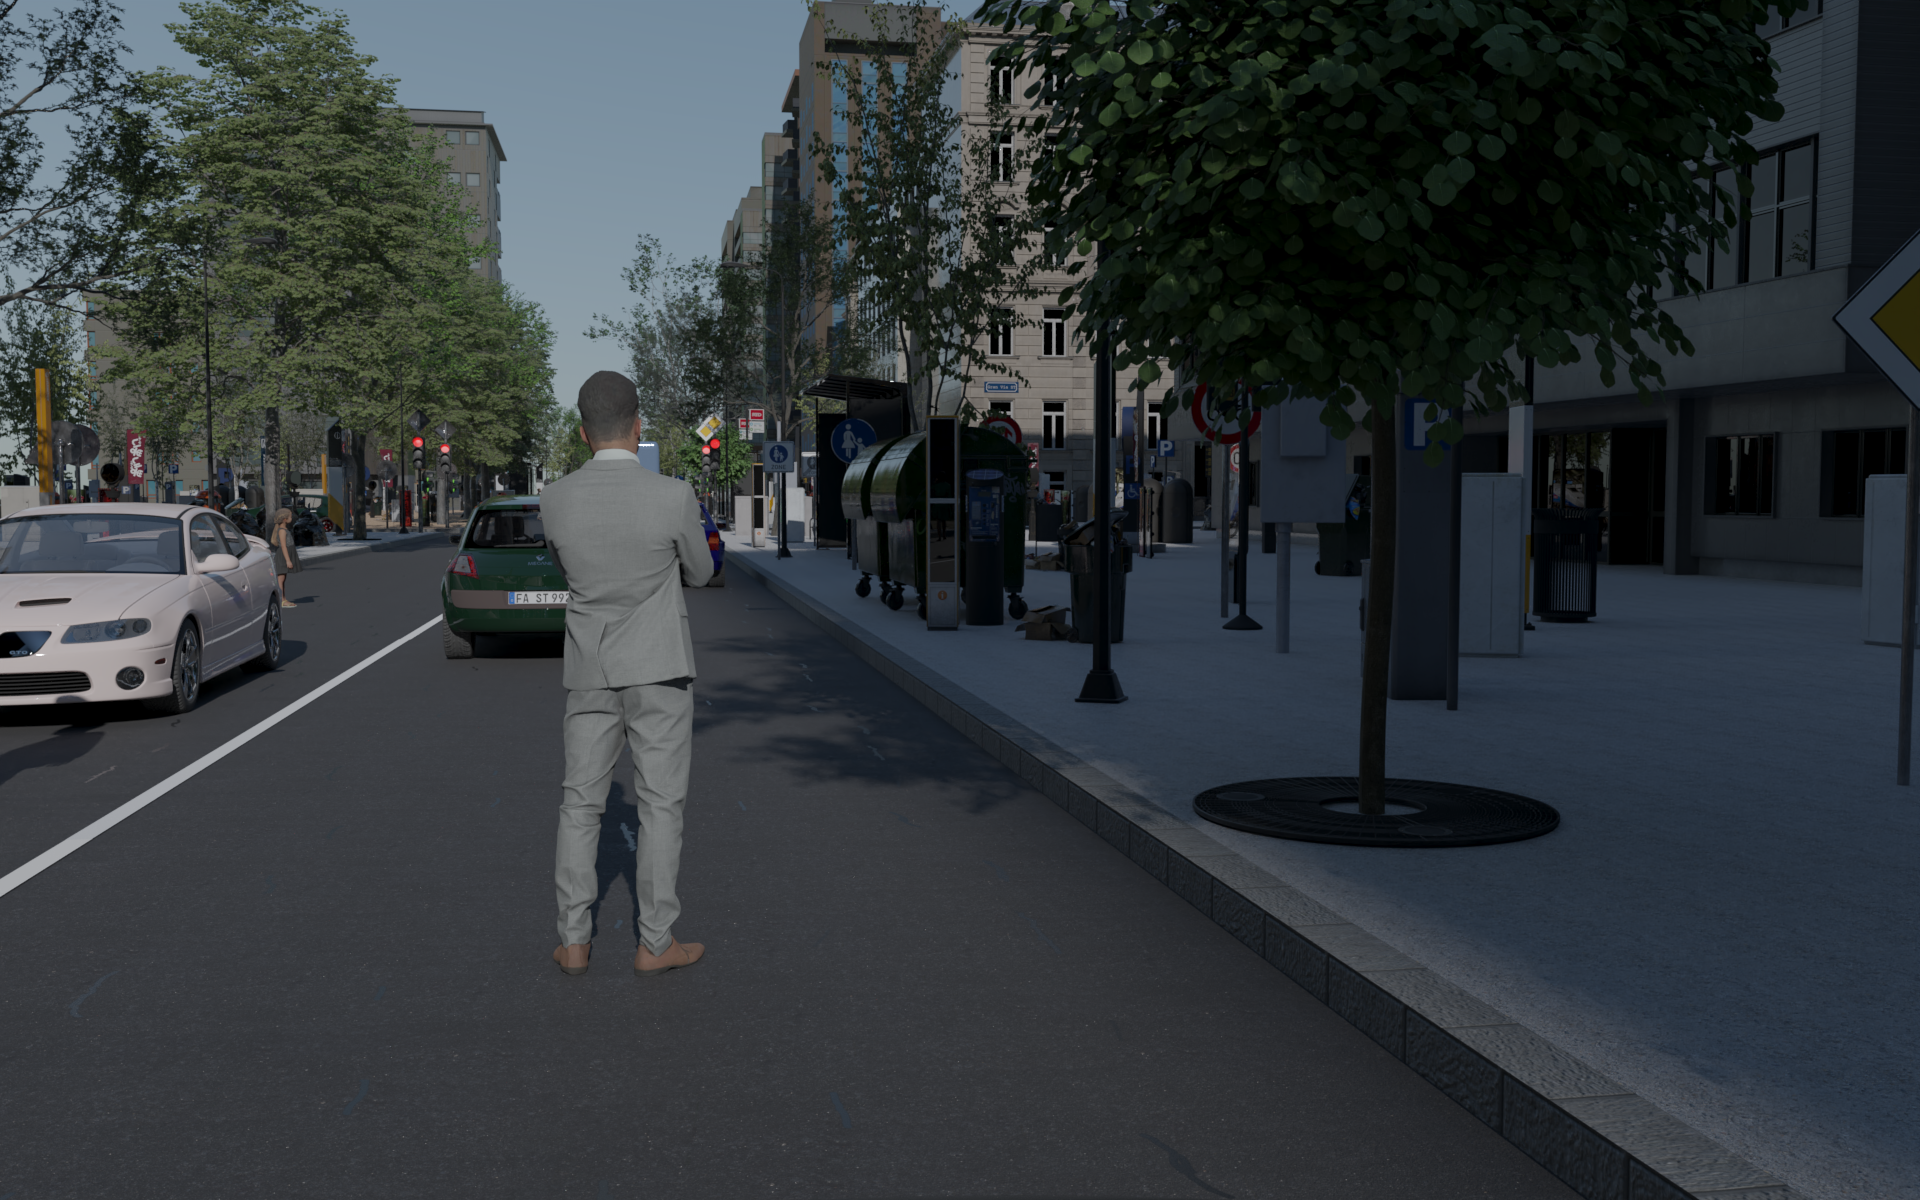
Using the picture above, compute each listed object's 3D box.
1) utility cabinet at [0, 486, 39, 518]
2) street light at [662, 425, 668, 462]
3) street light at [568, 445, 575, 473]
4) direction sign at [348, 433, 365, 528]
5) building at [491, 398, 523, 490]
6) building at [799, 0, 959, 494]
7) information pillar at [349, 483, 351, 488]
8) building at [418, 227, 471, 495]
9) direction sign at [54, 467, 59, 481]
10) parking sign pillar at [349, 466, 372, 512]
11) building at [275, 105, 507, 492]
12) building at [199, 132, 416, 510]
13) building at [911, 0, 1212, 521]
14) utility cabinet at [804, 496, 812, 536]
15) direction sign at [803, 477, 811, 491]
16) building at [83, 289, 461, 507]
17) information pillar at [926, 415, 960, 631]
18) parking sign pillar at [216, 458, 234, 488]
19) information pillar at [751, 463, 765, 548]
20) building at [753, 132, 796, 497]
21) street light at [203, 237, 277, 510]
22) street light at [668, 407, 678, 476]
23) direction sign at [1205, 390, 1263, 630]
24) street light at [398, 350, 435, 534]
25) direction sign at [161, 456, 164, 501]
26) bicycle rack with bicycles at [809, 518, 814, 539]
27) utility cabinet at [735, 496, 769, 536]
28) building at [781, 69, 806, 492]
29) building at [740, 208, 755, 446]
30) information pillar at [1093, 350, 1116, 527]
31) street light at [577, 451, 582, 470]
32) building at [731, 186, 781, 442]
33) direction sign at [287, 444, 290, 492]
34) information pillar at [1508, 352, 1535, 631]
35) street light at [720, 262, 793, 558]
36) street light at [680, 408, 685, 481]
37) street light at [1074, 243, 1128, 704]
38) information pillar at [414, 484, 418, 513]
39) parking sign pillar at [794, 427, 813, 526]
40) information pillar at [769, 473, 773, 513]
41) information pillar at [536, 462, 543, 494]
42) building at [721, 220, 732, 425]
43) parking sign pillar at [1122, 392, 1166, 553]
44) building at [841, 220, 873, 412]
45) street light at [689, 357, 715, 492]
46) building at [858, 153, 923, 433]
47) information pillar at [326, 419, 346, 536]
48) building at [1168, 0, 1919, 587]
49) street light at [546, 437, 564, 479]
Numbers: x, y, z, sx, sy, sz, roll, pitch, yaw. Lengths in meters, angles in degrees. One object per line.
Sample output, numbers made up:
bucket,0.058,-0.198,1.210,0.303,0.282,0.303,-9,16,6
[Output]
utility cabinet,-25.107,-2.317,46.569,1.173,1.500,0.318,0,4,-4
street light,-19.122,-8.813,116.625,1.470,5.913,1.316,-1,4,-10
street light,-37.410,-11.738,164.461,1.470,5.913,1.316,-1,4,-10
direction sign,-22.644,-4.444,64.651,0.876,3.537,0.379,0,4,0
building,-82.862,-25.925,268.910,27.650,21.520,28.899,-1,4,-10
building,-6.958,-31.016,157.214,14.600,45.320,14.200,-1,4,-10
information pillar,-38.857,-6.453,109.992,0.304,2.012,0.304,1,4,19
building,-60.237,-25.258,184.671,14.160,30.474,14.107,-1,4,-10
direction sign,-55.746,-7.001,106.459,0.876,3.537,0.379,1,4,11
parking sign pillar,-41.894,-8.128,121.372,1.447,3.967,1.447,2,4,33
building,-78.005,-39.793,239.853,28.713,52.752,27.495,-1,4,-10
building,-53.152,-22.660,142.193,14.160,30.474,14.107,-1,4,-10
building,10.913,-17.722,87.022,25.104,27.353,12.463,-1,4,-10
utility cabinet,-4.948,-2.575,53.266,0.306,1.237,1.020,-3,5,-41
direction sign,-11.543,-8.543,131.669,0.876,3.537,0.379,-3,4,-37
building,-62.778,-19.426,162.656,27.650,21.520,28.899,-1,4,-10
information pillar,-0.157,-0.723,16.311,0.304,2.012,0.304,0,4,3
parking sign pillar,-54.851,-8.628,129.543,1.447,3.967,1.447,3,5,44
information pillar,-4.858,-2.273,41.658,0.304,2.012,0.304,-1,4,-14
building,-15.830,-31.575,199.844,14.154,41.232,14.086,-1,4,-10
street light,-13.042,-3.599,31.389,1.470,5.913,1.316,-1,4,-10
street light,-14.730,-7.349,92.695,1.470,5.913,1.316,-1,4,-10
direction sign,2.688,-1.491,16.370,0.876,3.537,0.379,-2,4,-29
street light,-17.427,-5.096,55.856,1.470,5.913,1.316,-1,4,-10
direction sign,-47.701,-6.828,103.629,0.379,3.537,0.876,-2,4,-26
bicycle rack with bicycles,-3.230,-2.195,49.271,2.852,0.926,2.925,2,4,34
utility cabinet,-6.448,-2.602,53.705,1.020,1.237,0.306,0,4,0
building,-6.900,-32.107,179.578,22.147,44.769,28.867,-1,4,-10
building,-24.653,-34.682,250.644,14.154,41.232,14.086,-1,4,-10
information pillar,2.155,-2.103,25.743,0.183,3.616,0.504,-2,4,-30
street light,-41.895,-13.225,188.772,1.470,5.913,1.316,-1,4,-10
building,-23.673,-39.474,269.107,21.300,48.544,21.600,-1,4,-10
direction sign,-30.353,-5.282,78.357,0.379,3.537,0.876,-1,4,-15
information pillar,5.315,-1.532,16.408,0.183,3.616,0.504,0,4,1
street light,-4.099,-3.811,34.855,1.470,5.913,1.316,-1,4,-10
street light,-10.151,-5.827,67.813,1.470,5.913,1.316,-1,4,-10
street light,0.345,-2.321,10.483,1.470,5.913,1.316,-1,4,-10
information pillar,-37.760,-7.098,120.542,0.304,2.012,0.304,-3,4,-38
parking sign pillar,-6.563,-4.894,68.496,1.447,3.967,1.447,0,4,-4
information pillar,-12.630,-7.610,115.770,0.183,3.616,0.504,1,4,17
information pillar,-30.436,-8.204,125.495,0.504,3.616,0.183,-1,4,-18
building,-28.645,-40.776,290.394,21.300,48.544,21.600,-1,4,-10
parking sign pillar,3.830,-3.040,38.172,1.447,3.967,1.447,0,4,8
building,-1.349,-18.822,126.827,14.460,24.649,34.723,-1,4,-10
street light,-8.462,-5.275,58.790,1.470,5.913,1.316,-1,4,-10
building,0.278,-15.066,101.084,10.420,20.320,16.860,-1,4,-10
information pillar,-19.075,-3.764,52.892,0.183,3.616,0.504,2,4,35
building,15.405,-13.274,36.098,14.314,24.678,30.058,-1,4,-10
street light,-32.897,-10.251,140.152,1.470,5.913,1.316,-1,4,-10
